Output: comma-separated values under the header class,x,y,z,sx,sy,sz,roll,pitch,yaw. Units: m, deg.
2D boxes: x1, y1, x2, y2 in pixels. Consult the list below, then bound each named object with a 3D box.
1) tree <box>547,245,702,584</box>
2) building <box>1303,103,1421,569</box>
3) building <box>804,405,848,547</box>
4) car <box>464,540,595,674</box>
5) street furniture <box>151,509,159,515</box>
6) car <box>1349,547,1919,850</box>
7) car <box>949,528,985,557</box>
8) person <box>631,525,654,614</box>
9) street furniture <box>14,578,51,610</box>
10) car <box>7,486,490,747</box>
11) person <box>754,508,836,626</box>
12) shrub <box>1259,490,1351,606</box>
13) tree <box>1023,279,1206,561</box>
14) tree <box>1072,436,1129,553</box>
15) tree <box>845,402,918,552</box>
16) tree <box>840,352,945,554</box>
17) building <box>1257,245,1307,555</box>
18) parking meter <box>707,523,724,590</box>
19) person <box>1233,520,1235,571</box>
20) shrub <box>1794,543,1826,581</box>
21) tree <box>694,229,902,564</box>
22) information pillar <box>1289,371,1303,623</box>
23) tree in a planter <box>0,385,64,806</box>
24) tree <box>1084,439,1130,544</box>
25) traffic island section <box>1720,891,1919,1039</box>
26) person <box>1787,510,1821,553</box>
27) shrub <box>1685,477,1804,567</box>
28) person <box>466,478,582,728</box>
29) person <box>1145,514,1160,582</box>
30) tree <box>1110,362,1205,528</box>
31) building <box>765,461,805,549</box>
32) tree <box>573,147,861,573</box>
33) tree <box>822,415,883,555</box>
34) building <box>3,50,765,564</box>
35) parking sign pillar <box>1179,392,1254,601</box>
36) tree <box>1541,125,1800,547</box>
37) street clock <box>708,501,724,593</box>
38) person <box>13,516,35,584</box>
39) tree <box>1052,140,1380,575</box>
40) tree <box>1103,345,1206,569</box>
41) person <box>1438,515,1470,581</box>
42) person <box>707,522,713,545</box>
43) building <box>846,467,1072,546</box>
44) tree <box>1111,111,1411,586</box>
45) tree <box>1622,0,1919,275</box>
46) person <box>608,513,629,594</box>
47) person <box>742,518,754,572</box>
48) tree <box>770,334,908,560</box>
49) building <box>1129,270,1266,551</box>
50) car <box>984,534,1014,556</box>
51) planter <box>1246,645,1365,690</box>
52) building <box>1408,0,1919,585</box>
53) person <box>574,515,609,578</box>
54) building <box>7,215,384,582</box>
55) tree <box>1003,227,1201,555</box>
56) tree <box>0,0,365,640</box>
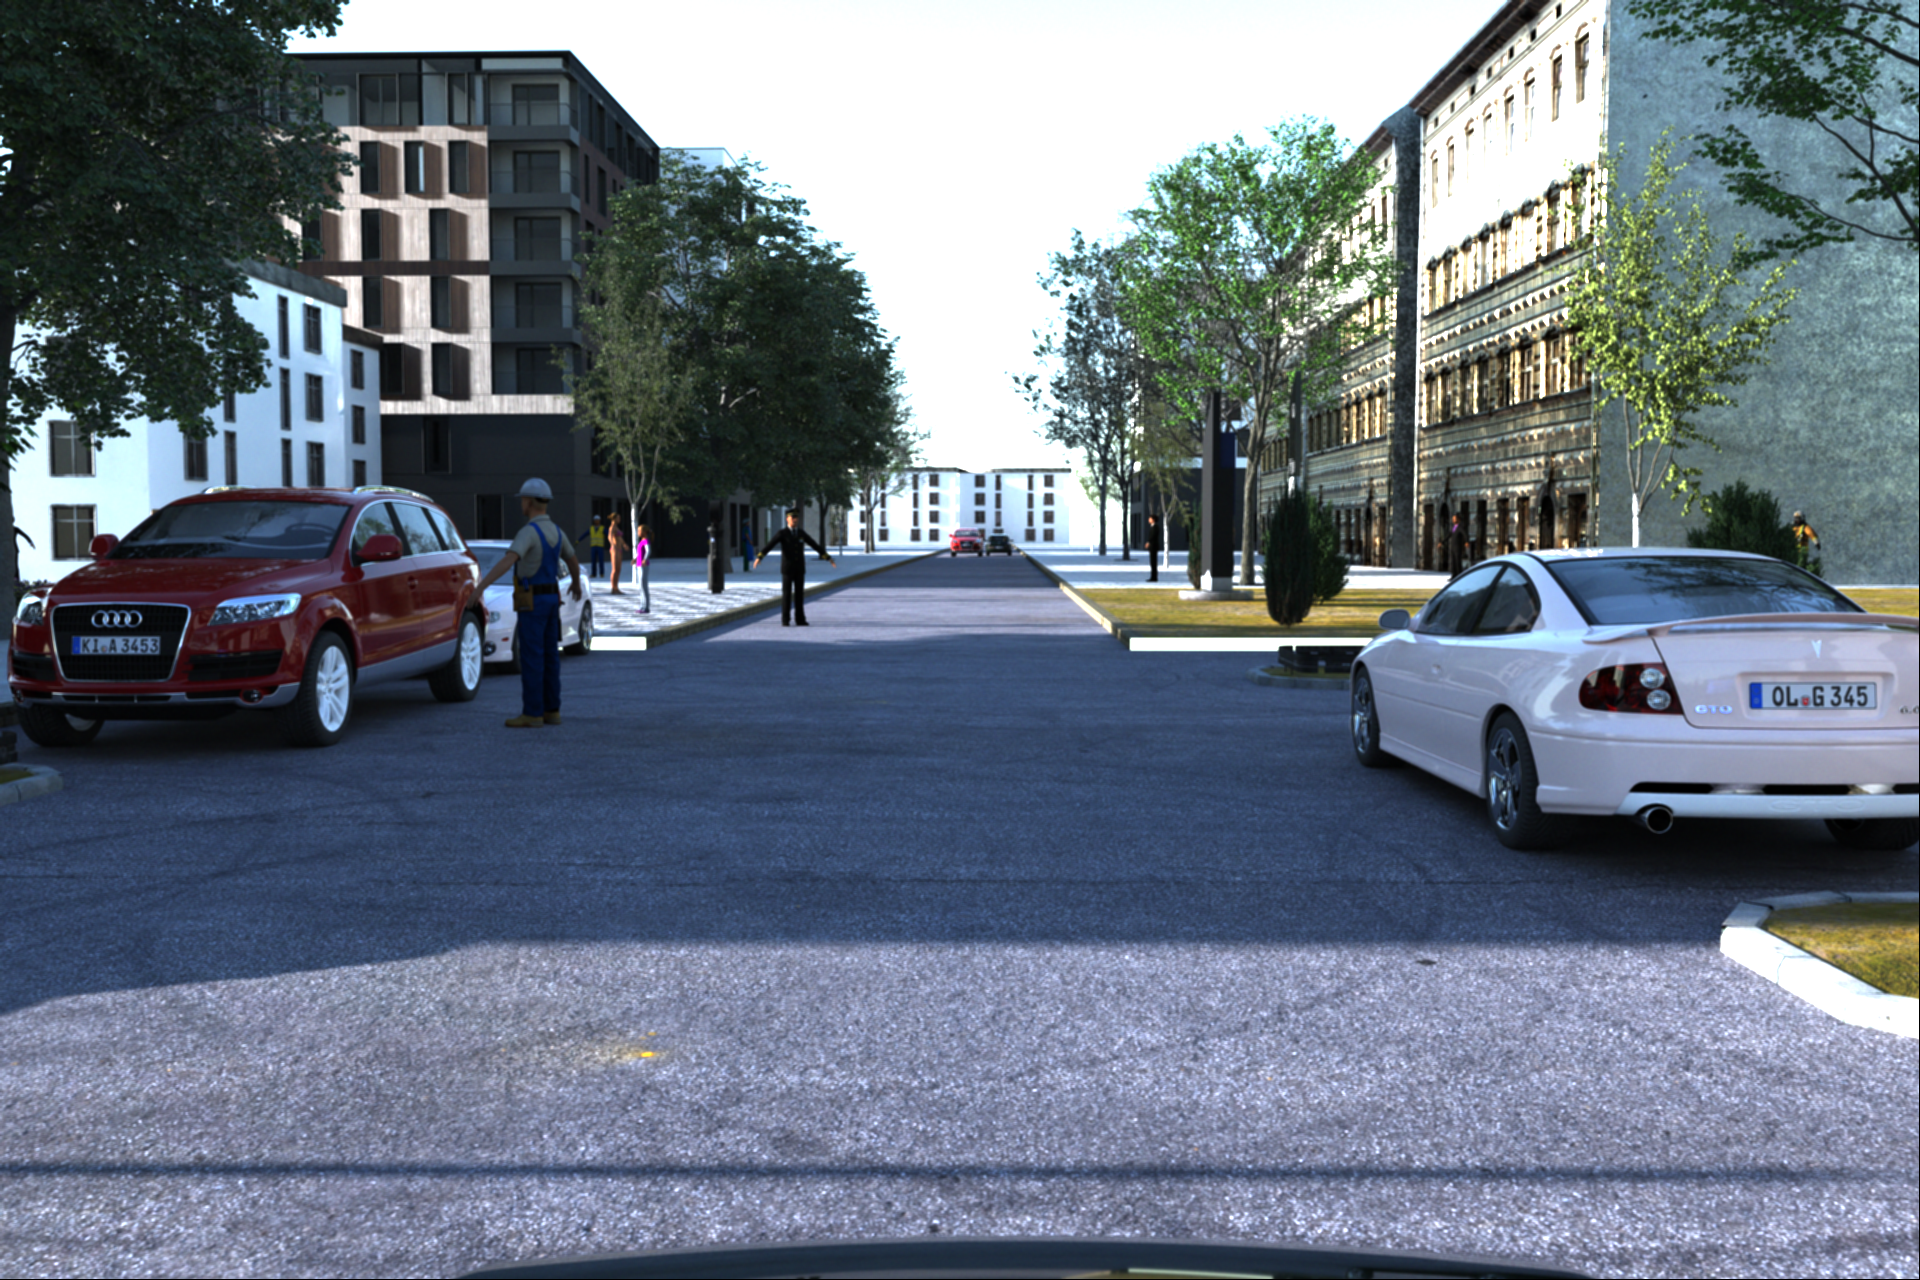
class,x,y,z,sx,sy,sz,roll,pitch,yaw
tree,-8.327,-5.766,44.638,4.360,8.622,3.978,0,3,0
building,25.394,-14.779,72.571,19.493,23.208,18.063,0,4,1
building,-22.119,-21.643,184.784,19.493,23.208,18.063,0,4,2
car,-5.361,-0.421,19.239,2.083,1.381,4.827,0,4,1
street furniture,-14.989,-1.736,35.232,11.010,1.723,9.812,-2,4,-25
car,3.399,0.191,9.235,2.083,1.381,4.827,0,3,0
car,0.453,-6.262,111.052,2.281,1.827,5.304,0,4,1
person,-5.167,-1.144,27.963,0.599,1.433,0.991,-1,4,-21
street furniture,-14.882,-0.973,22.761,11.010,1.723,9.812,-2,4,-29
car,-5.211,-0.287,13.360,2.281,1.827,5.304,0,4,1
person,-2.597,-1.141,27.049,1.347,1.837,0.705,-2,4,-25
shrub,6.215,-1.660,31.178,1.661,2.075,1.752,0,3,0
tree,7.969,-10.593,83.564,12.009,13.543,11.850,0,3,0
tree,9.091,-10.398,120.366,4.360,8.622,3.978,0,3,0
tree,-6.548,-12.252,126.076,9.928,11.665,9.643,0,3,0
tree,-6.035,-12.480,114.412,12.009,13.543,11.850,0,3,0
building,27.455,-16.274,97.000,19.493,23.208,18.063,0,4,1
parking meter,-5.589,-1.910,39.645,0.372,1.533,0.369,0,3,0
person,9.261,-3.261,59.445,0.705,1.813,1.348,1,4,13
shrub,12.550,-0.922,26.200,1.383,1.207,1.383,0,3,0
tree,-6.945,-10.216,73.692,9.857,13.997,8.962,0,3,0
information pillar,4.861,-2.068,25.174,0.183,3.616,0.504,0,4,0
tree in a planter,-6.037,-0.731,9.174,1.991,3.239,1.994,0,4,1
tree,20.539,-18.868,218.866,12.009,13.543,11.850,0,3,0
traffic island section,3.595,1.060,5.538,1.991,0.108,1.994,0,4,1
person,20.147,-2.193,41.621,0.705,1.858,1.354,-1,4,-23
shrub,10.856,-1.228,24.116,1.661,2.075,1.752,0,3,0
person,-3.183,-0.284,12.956,0.705,1.847,1.347,1,4,22
person,5.181,-2.470,46.579,0.705,1.806,1.347,1,4,13
tree,7.672,-7.335,70.295,4.360,8.622,3.978,0,3,0
building,-23.317,-17.077,145.665,16.747,18.905,31.486,0,4,2
tree,-7.879,-9.156,56.358,9.857,13.997,8.962,0,3,0
tree,-7.335,-9.381,103.742,4.360,8.622,3.978,0,3,0
building,-26.429,-15.057,90.164,27.936,21.610,32.646,0,4,2
parking sign pillar,4.986,-2.757,33.549,1.447,3.967,1.447,0,4,-1
tree,12.614,-4.968,31.594,4.737,8.622,4.395,0,3,0
street clock,-5.261,-2.009,37.411,0.358,2.002,0.471,0,4,2
person,-22.222,-2.063,40.453,1.216,1.740,0.721,0,4,-5
tree,7.975,-8.785,53.998,12.009,13.543,11.850,0,3,0
tree,7.840,-6.969,64.303,4.360,8.622,3.978,0,3,0
person,13.445,-2.492,46.974,0.704,1.802,1.346,-1,4,-19
person,-7.955,-3.070,56.652,0.721,1.772,1.216,1,4,18
building,-0.147,-16.607,216.126,28.070,9.664,9.099,0,4,4
tree,7.358,-7.171,43.004,9.928,11.665,9.643,0,3,0
tree,9.920,-5.527,16.123,9.928,11.665,9.643,0,3,0
person,-7.270,-1.847,37.003,0.721,1.733,1.217,0,4,3
person,-7.124,-3.184,58.178,0.704,1.817,1.347,-1,4,-12
tree,-6.673,-9.779,85.637,9.928,11.665,9.643,0,3,0
building,28.520,-18.733,150.260,27.936,21.610,32.646,0,4,1
car,2.601,-6.512,116.259,2.009,1.686,4.222,0,4,1
planter,3.840,0.260,16.893,1.991,0.319,1.994,0,4,1
building,25.272,-13.502,51.680,19.493,23.208,18.063,0,4,1
person,-10.706,-2.760,51.094,1.349,1.833,0.705,0,4,6
building,-25.593,-7.193,59.761,9.099,9.664,28.070,0,4,1
tree,8.894,-15.282,105.742,12.611,20.169,13.585,0,3,0
tree,-11.943,-6.977,20.725,9.857,13.997,8.962,0,3,0
